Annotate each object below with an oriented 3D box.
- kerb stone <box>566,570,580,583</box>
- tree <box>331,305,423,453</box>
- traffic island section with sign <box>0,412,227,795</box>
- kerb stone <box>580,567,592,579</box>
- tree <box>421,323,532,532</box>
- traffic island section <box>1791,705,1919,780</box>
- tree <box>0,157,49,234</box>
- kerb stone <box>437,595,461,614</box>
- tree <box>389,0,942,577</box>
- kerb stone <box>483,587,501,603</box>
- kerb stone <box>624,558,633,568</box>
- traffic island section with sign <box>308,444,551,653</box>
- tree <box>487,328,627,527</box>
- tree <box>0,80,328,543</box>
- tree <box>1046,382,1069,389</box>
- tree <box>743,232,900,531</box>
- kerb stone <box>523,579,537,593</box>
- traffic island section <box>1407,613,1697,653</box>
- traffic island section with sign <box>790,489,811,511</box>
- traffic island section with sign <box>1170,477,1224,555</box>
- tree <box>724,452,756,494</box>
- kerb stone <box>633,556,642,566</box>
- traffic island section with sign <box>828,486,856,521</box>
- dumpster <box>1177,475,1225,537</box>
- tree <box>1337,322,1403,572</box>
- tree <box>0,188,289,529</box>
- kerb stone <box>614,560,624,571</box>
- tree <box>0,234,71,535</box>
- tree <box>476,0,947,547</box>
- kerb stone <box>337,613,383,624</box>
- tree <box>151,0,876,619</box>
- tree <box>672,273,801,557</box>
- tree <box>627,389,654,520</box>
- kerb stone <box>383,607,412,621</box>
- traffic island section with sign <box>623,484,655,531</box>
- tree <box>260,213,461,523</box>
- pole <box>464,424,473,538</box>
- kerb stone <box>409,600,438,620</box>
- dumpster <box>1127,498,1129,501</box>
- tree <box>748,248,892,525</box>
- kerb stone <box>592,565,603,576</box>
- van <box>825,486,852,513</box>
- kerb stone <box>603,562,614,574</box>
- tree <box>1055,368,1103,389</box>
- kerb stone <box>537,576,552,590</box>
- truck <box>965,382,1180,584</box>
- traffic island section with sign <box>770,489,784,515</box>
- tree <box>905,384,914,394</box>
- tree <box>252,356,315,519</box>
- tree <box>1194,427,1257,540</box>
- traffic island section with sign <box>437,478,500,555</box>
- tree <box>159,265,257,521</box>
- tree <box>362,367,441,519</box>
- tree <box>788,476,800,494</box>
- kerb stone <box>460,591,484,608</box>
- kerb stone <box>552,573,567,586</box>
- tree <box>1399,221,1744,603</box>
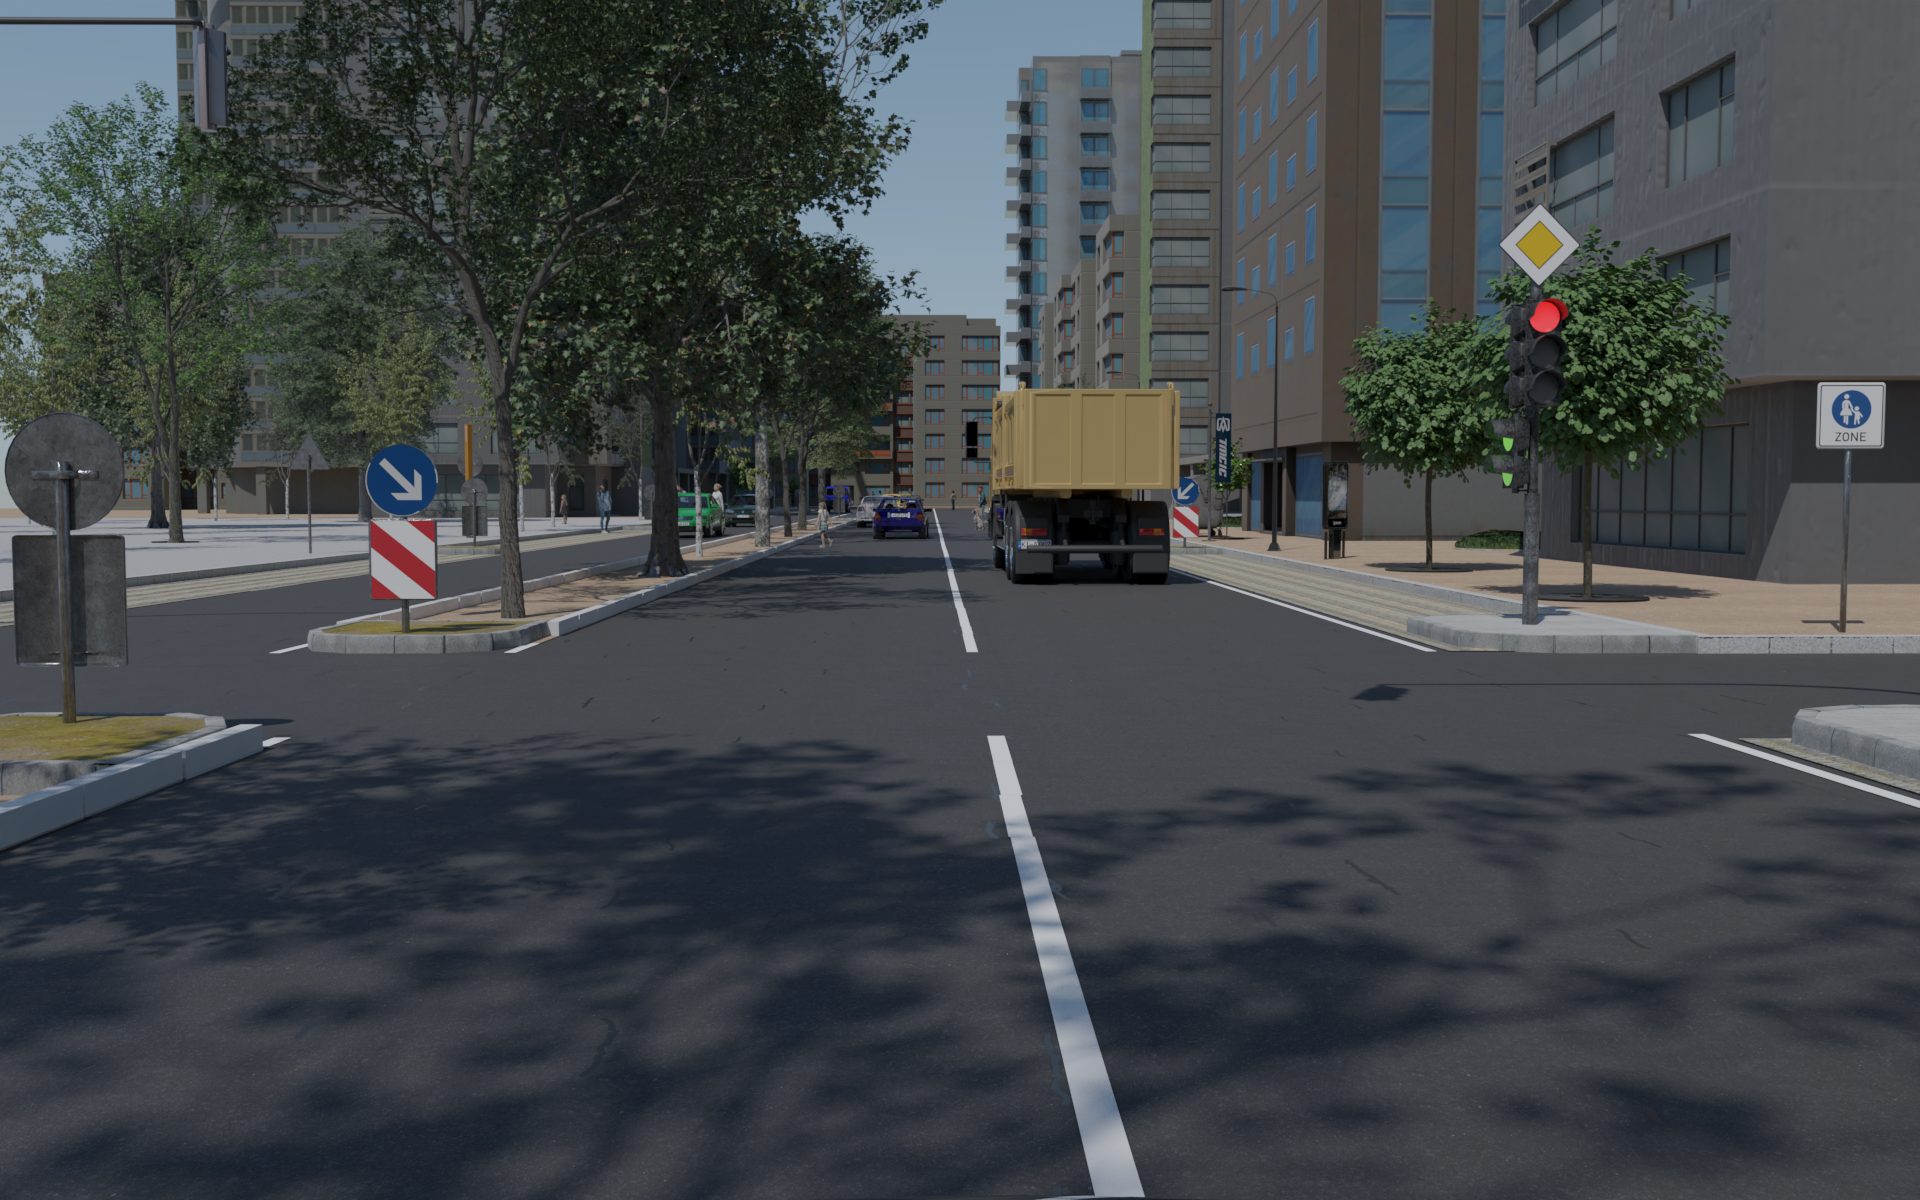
[{"bbox_3d":[-6.375,-0.363,28.134,0.120,0.150,1.000,0,4,-1],"label":"kerb stone"},{"bbox_3d":[-21.373,-7.053,65.683,4.737,8.622,4.395,0,3,0],"label":"tree"},{"bbox_3d":[-4.997,-0.059,9.106,2.006,1.907,1.989,0,4,-1],"label":"traffic island section with sign"},{"bbox_3d":[-6.404,-0.426,29.165,0.120,0.150,1.000,0,4,-1],"label":"kerb stone"},{"bbox_3d":[-15.155,-6.633,58.820,4.737,8.622,4.395,0,3,0],"label":"tree"},{"bbox_3d":[5.766,0.809,9.054,2.009,0.180,2.903,0,4,-1],"label":"traffic island section"},{"bbox_3d":[-20.946,-5.259,36.340,4.737,8.622,4.395,0,3,0],"label":"tree"},{"bbox_3d":[-6.265,0.075,20.964,0.120,0.150,1.000,0,4,-1],"label":"kerb stone"},{"bbox_3d":[-5.134,-6.755,29.916,9.611,12.733,9.660,0,3,0],"label":"tree"},{"bbox_3d":[-6.284,-0.050,23.020,0.120,0.150,1.000,0,4,-1],"label":"kerb stone"},{"bbox_3d":[-6.480,-0.674,33.276,0.120,0.150,1.000,0,4,-1],"label":"kerb stone"},{"bbox_3d":[-5.116,-0.512,16.512,2.006,1.907,1.989,0,4,-1],"label":"traffic island section with sign"},{"bbox_3d":[-15.797,-7.102,66.479,4.360,8.622,3.978,0,3,0],"label":"tree"},{"bbox_3d":[-20.744,-7.299,45.089,9.928,11.665,9.643,0,3,0],"label":"tree"},{"bbox_3d":[6.604,-10.003,113.910,4.737,8.622,4.395,0,3,0],"label":"tree"},{"bbox_3d":[-6.054,-8.499,67.173,9.928,11.665,9.643,0,3,0],"label":"tree"},{"bbox_3d":[-6.334,-0.176,25.066,0.120,0.150,1.000,0,4,-1],"label":"kerb stone"},{"bbox_3d":[5.627,0.321,17.038,2.009,0.180,2.903,0,4,-1],"label":"traffic island section"},{"bbox_3d":[-13.532,-8.368,145.444,1.989,1.847,2.006,0,4,-1],"label":"traffic island section with sign"},{"bbox_3d":[5.205,-2.021,41.668,1.989,1.847,2.006,0,4,-1],"label":"traffic island section with sign"},{"bbox_3d":[-16.426,-9.110,132.658,4.285,4.588,4.351,0,3,0],"label":"tree"},{"bbox_3d":[-6.496,-0.740,34.298,0.120,0.150,1.000,0,4,-1],"label":"kerb stone"},{"bbox_3d":[-6.435,-5.107,91.639,2.006,1.907,1.989,0,4,-1],"label":"traffic island section with sign"},{"bbox_3d":[7.223,-2.823,51.916,1.264,1.857,1.865,0,4,-1],"label":"dumpster"},{"bbox_3d":[7.879,-2.761,28.856,4.285,4.588,4.351,0,3,0],"label":"tree"},{"bbox_3d":[-30.063,-9.021,64.507,9.611,12.733,9.660,0,3,0],"label":"tree"},{"bbox_3d":[-6.454,-0.615,32.254,0.120,0.150,1.000,0,4,-1],"label":"kerb stone"},{"bbox_3d":[-27.594,-6.220,52.062,4.737,8.622,4.395,0,3,0],"label":"tree"},{"bbox_3d":[-6.567,-11.543,47.078,12.611,20.169,13.585,0,3,0],"label":"tree"},{"bbox_3d":[-6.201,0.264,17.877,0.120,0.150,1.000,0,4,-1],"label":"kerb stone"},{"bbox_3d":[-5.118,-5.080,19.933,8.767,10.594,7.601,0,4,-1],"label":"tree"},{"bbox_3d":[-5.852,-5.252,38.683,4.737,8.622,4.395,0,3,0],"label":"tree"},{"bbox_3d":[-15.811,-8.186,84.209,4.360,8.622,3.978,0,3,0],"label":"tree"},{"bbox_3d":[-6.226,0.207,18.910,0.120,0.150,1.000,0,4,-1],"label":"kerb stone"},{"bbox_3d":[-12.190,-3.661,68.477,1.989,1.847,2.006,0,4,-1],"label":"traffic island section with sign"},{"bbox_3d":[-26.902,-10.465,77.752,9.857,13.997,8.962,0,3,0],"label":"tree"},{"bbox_3d":[-14.327,-3.468,50.547,0.158,3.312,0.155,0,3,0],"label":"pole"},{"bbox_3d":[-6.238,0.138,19.933,0.120,0.150,1.000,0,4,-1],"label":"kerb stone"},{"bbox_3d":[4.726,-3.307,59.014,1.985,2.255,1.502,0,4,-1],"label":"dumpster"},{"bbox_3d":[-6.341,-9.634,78.096,7.486,12.596,7.792,0,3,0],"label":"tree"},{"bbox_3d":[-6.422,-0.489,30.200,0.120,0.150,1.000,0,4,-1],"label":"kerb stone"},{"bbox_3d":[-9.582,-8.029,135.656,2.240,2.365,5.245,0,4,-1],"label":"van"},{"bbox_3d":[-6.434,-0.552,31.227,0.120,0.150,1.000,0,4,-1],"label":"kerb stone"},{"bbox_3d":[6.545,-9.167,100.237,4.360,8.622,3.978,0,3,0],"label":"tree"},{"bbox_3d":[-6.350,-0.235,26.089,0.120,0.150,1.000,0,4,-1],"label":"kerb stone"},{"bbox_3d":[1.949,-2.163,31.293,3.469,3.379,9.791,0,4,-2],"label":"truck"},{"bbox_3d":[-13.070,-6.720,118.493,1.989,1.847,2.006,0,4,-1],"label":"traffic island section with sign"},{"bbox_3d":[-5.689,-7.383,57.574,8.767,10.594,7.601,0,4,-1],"label":"tree"},{"bbox_3d":[-34.808,-8.516,89.593,4.360,8.622,3.978,0,3,0],"label":"tree"},{"bbox_3d":[7.610,-3.328,49.007,1.663,3.219,1.824,0,3,0],"label":"tree"},{"bbox_3d":[-11.729,-2.012,41.526,1.989,1.847,2.006,0,4,-1],"label":"traffic island section with sign"},{"bbox_3d":[-25.695,-6.491,56.496,4.737,8.622,4.395,0,3,0],"label":"tree"},{"bbox_3d":[-29.016,-8.457,88.630,4.360,8.622,3.978,0,3,0],"label":"tree"},{"bbox_3d":[-16.404,-10.666,168.992,1.663,3.219,1.824,0,3,0],"label":"tree"},{"bbox_3d":[-6.274,0.012,21.997,0.120,0.150,1.000,0,4,-1],"label":"kerb stone"},{"bbox_3d":[-6.365,-0.300,27.111,0.120,0.150,1.000,0,4,-1],"label":"kerb stone"},{"bbox_3d":[7.670,-2.287,21.104,4.285,4.588,4.351,0,3,0],"label":"tree"}]
